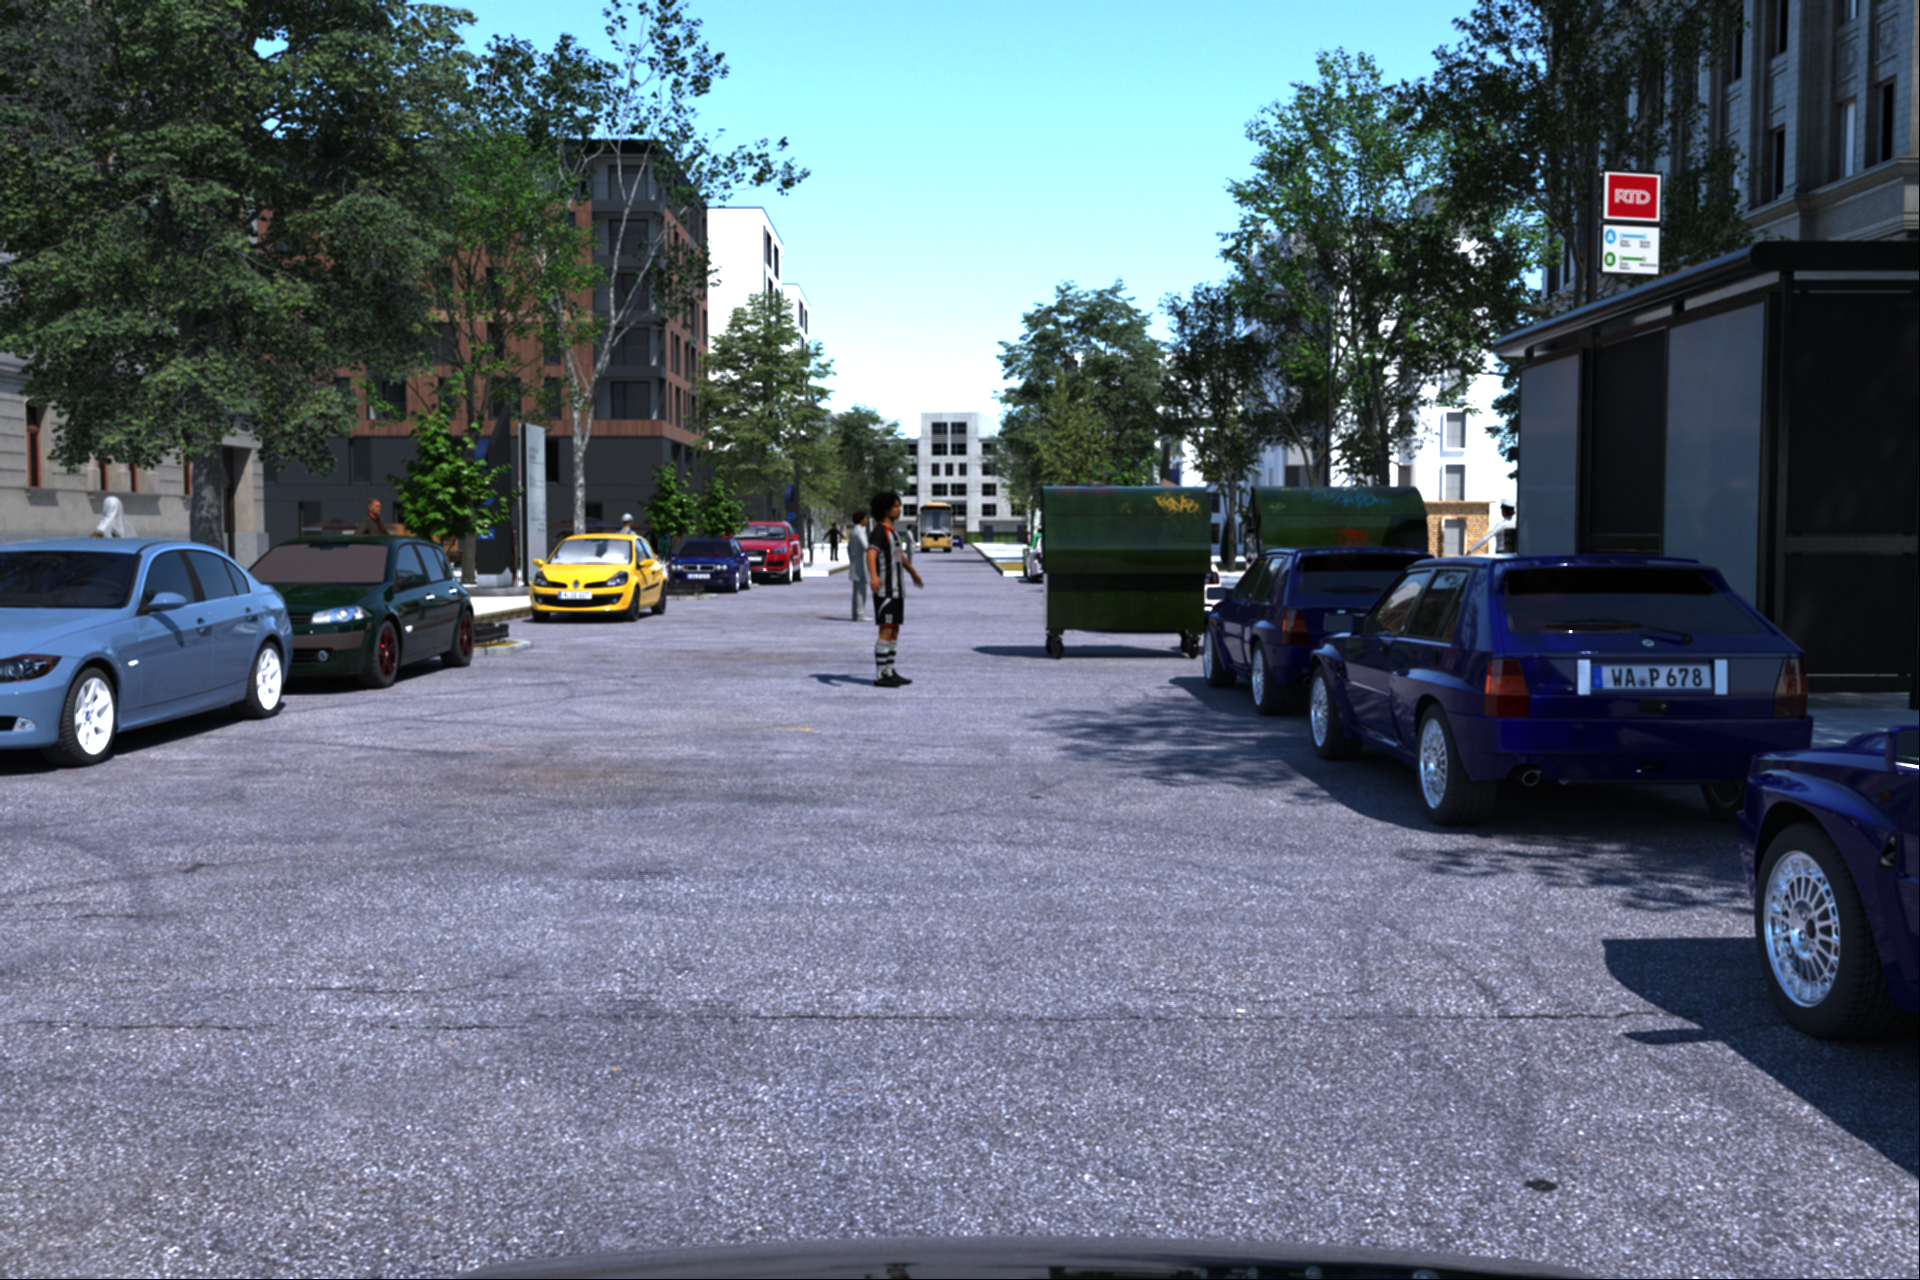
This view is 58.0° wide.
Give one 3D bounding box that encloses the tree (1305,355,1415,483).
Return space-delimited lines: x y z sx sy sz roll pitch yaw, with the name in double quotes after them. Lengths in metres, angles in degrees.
15.627 -7.110 66.612 4.737 8.622 4.395 0 3 0 "tree"

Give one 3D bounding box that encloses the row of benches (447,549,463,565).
-21.503 -3.324 69.806 4.104 0.672 1.422 -2 4 -26 "row of benches"

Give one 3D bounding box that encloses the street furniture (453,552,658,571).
-15.859 -2.876 62.649 10.072 0.657 5.734 1 4 12 "street furniture"

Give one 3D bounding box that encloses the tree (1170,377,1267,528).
11.250 -7.513 73.206 4.737 8.622 4.395 0 3 0 "tree"

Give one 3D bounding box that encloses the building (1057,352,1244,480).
25.469 -22.436 210.803 27.936 21.610 32.646 0 4 0 "building"

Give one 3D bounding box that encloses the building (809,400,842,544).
-25.834 -24.442 230.554 19.493 23.208 18.063 0 4 1 "building"

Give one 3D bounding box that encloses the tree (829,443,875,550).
-9.627 -11.677 141.274 4.360 8.622 3.978 0 3 0 "tree"

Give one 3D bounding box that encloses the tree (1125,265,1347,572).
9.350 -7.561 58.042 8.767 10.594 7.601 3 5 41 "tree"

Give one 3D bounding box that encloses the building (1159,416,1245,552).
20.405 -11.142 124.318 9.099 9.664 28.070 0 4 0 "building"

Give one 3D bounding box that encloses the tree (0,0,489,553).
-12.347 -7.419 27.950 9.857 13.997 8.962 0 3 0 "tree"

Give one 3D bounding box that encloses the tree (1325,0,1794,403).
9.190 -5.632 26.501 7.601 10.594 8.767 0 4 -3 "tree"

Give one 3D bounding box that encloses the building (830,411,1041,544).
-4.286 -23.754 257.299 31.486 18.905 16.747 1 4 10 "building"

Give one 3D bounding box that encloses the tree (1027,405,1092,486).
5.966 -8.861 95.233 4.360 8.622 3.978 0 3 0 "tree"

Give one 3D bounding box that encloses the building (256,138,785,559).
-26.203 -16.035 106.150 27.936 21.610 32.646 0 4 -1 "building"

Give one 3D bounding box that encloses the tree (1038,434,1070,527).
6.366 -9.566 106.764 4.737 8.622 4.395 0 3 0 "tree"

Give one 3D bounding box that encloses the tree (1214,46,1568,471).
9.223 -6.864 37.982 9.928 11.665 9.643 0 3 0 "tree"

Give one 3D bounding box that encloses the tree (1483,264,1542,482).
26.020 -10.053 71.029 9.857 13.997 8.962 0 3 0 "tree"

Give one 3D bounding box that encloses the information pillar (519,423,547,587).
-9.258 -2.829 37.571 0.184 3.620 1.656 0 4 0 "information pillar"

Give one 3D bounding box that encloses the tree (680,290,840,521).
-9.368 -9.975 81.224 7.486 12.596 7.792 0 3 0 "tree"

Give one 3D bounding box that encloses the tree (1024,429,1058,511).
6.913 -10.248 117.918 4.360 8.622 3.978 0 3 0 "tree"

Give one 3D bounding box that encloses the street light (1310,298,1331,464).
7.624 -3.719 33.351 1.470 5.913 1.316 0 4 0 "street light"

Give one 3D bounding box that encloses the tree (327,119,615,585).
-12.389 -7.217 43.754 9.928 11.665 9.643 0 3 0 "tree"

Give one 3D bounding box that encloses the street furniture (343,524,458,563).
-26.410 -4.412 78.983 9.812 1.723 11.010 3 5 44 "street furniture"

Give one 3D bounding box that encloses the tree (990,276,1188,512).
6.431 -10.891 84.730 9.857 13.997 8.962 0 3 0 "tree"

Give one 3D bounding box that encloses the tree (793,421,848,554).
-8.971 -9.825 111.005 4.737 8.622 4.395 0 3 0 "tree"

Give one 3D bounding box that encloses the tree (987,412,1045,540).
5.935 -13.028 138.769 9.928 11.665 9.643 0 3 0 "tree"

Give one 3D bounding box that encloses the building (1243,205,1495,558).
22.781 -15.283 106.302 16.016 20.090 11.380 0 4 0 "building"

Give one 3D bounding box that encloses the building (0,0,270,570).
-31.434 -16.157 51.552 14.401 28.519 23.554 0 4 -1 "building"

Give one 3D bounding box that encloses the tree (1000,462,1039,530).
5.872 -12.775 159.235 4.737 8.622 4.395 0 3 0 "tree"

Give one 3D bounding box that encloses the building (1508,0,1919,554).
26.893 -16.575 50.590 16.754 29.471 25.880 0 4 0 "building"

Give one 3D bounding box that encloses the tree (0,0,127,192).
-12.350 -6.314 13.611 12.009 13.543 11.850 0 3 0 "tree"

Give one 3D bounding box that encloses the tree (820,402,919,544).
-8.806 -15.834 165.542 9.857 13.997 8.962 0 3 0 "tree"

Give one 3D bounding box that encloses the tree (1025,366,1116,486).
4.911 -7.647 75.389 4.737 8.622 4.395 0 3 0 "tree"

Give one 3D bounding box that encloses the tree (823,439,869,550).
-9.744 -11.311 135.304 4.360 8.622 3.978 0 3 0 "tree"

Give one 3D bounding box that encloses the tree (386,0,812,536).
-11.671 -12.255 56.263 12.611 20.169 13.585 0 3 0 "tree"

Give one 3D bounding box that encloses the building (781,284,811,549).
-27.093 -18.057 139.201 27.936 21.610 32.646 0 4 -1 "building"

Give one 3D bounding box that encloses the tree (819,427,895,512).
-9.123 -13.301 151.884 7.601 10.594 8.767 0 4 2 "tree"

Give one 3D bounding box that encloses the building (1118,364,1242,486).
22.434 -20.315 188.571 16.016 20.090 11.380 0 4 0 "building"

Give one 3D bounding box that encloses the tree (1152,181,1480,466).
9.371 -6.843 46.298 8.767 10.594 7.601 0 4 -3 "tree"

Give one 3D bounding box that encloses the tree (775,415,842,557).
-8.817 -9.088 98.946 4.360 8.622 3.978 0 3 0 "tree"

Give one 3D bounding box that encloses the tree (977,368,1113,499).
6.471 -13.250 127.007 12.009 13.543 11.850 0 3 0 "tree"
